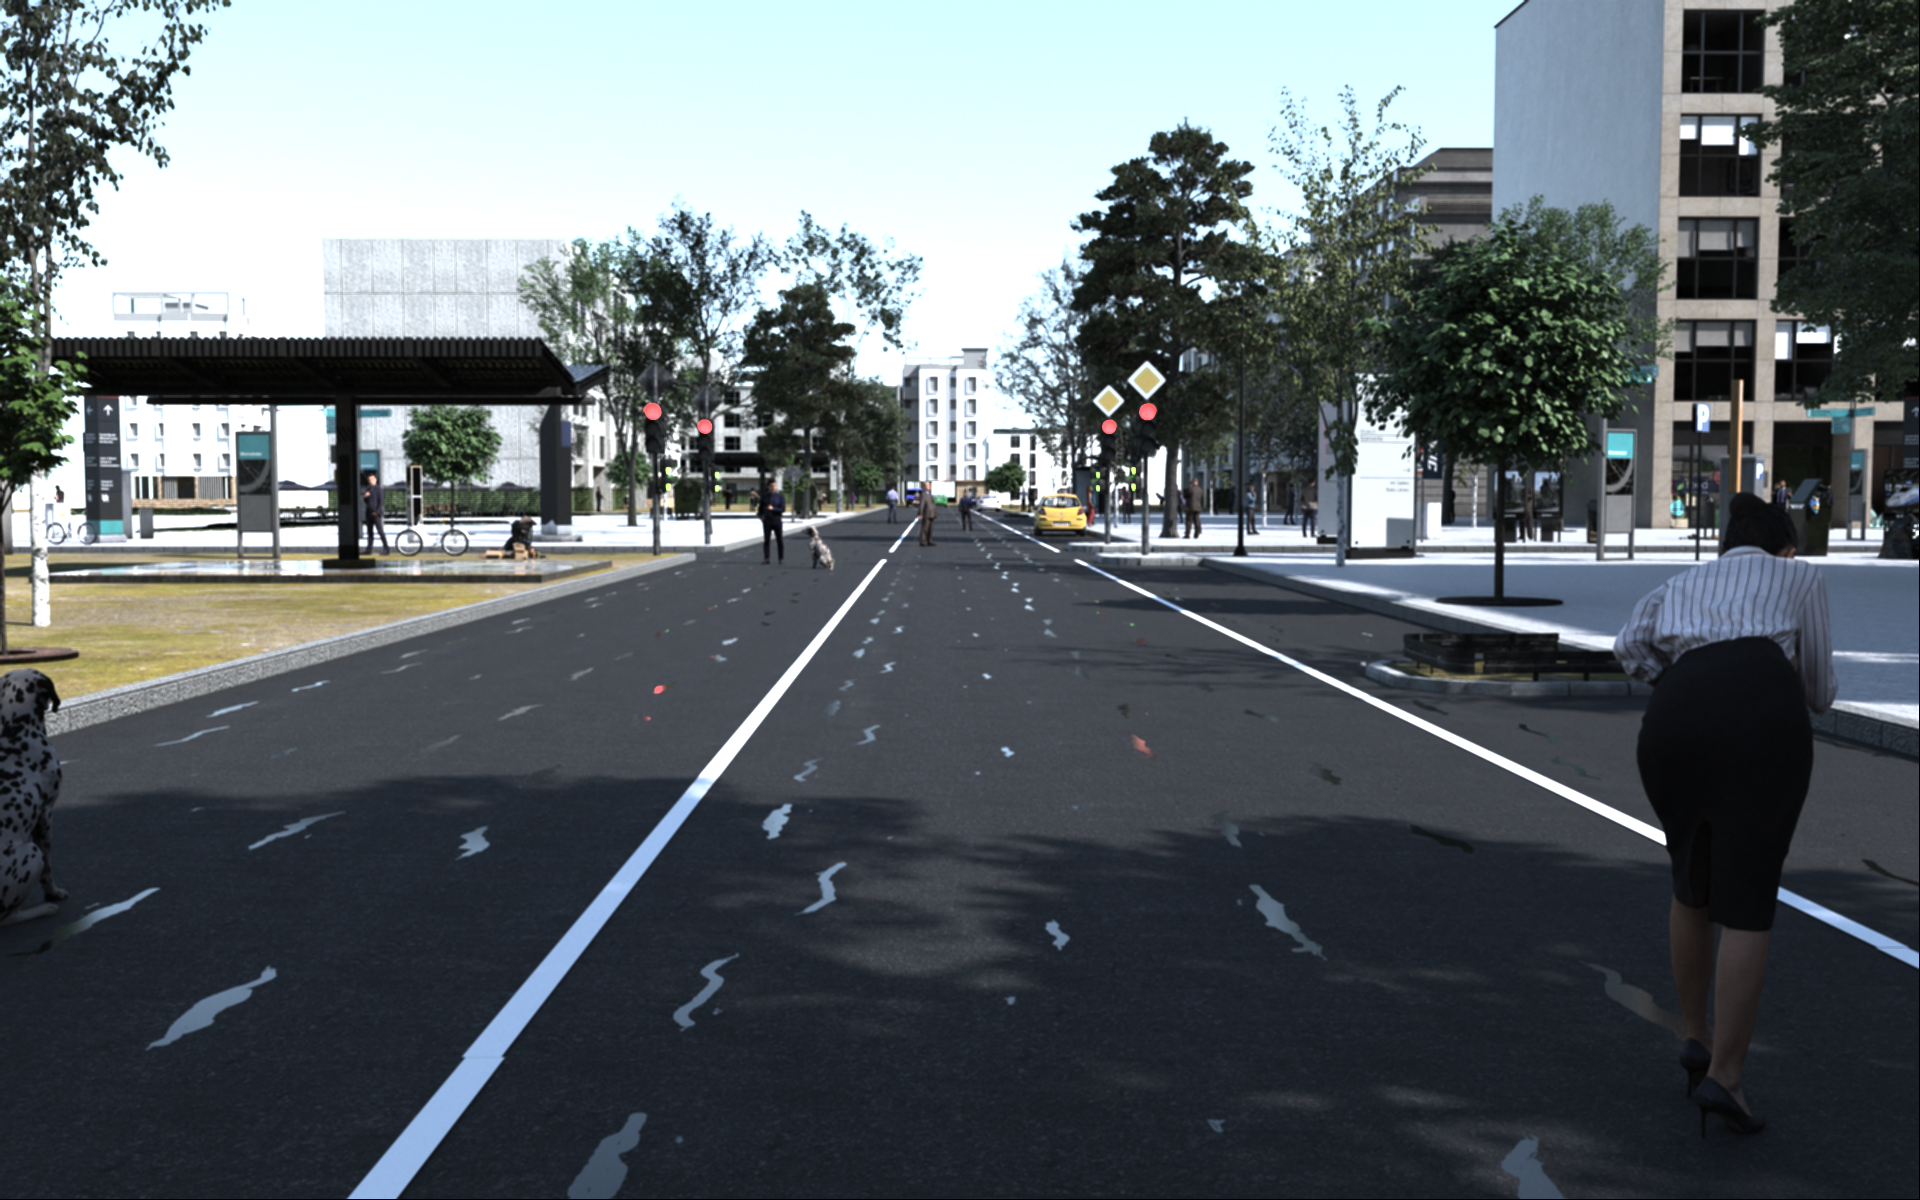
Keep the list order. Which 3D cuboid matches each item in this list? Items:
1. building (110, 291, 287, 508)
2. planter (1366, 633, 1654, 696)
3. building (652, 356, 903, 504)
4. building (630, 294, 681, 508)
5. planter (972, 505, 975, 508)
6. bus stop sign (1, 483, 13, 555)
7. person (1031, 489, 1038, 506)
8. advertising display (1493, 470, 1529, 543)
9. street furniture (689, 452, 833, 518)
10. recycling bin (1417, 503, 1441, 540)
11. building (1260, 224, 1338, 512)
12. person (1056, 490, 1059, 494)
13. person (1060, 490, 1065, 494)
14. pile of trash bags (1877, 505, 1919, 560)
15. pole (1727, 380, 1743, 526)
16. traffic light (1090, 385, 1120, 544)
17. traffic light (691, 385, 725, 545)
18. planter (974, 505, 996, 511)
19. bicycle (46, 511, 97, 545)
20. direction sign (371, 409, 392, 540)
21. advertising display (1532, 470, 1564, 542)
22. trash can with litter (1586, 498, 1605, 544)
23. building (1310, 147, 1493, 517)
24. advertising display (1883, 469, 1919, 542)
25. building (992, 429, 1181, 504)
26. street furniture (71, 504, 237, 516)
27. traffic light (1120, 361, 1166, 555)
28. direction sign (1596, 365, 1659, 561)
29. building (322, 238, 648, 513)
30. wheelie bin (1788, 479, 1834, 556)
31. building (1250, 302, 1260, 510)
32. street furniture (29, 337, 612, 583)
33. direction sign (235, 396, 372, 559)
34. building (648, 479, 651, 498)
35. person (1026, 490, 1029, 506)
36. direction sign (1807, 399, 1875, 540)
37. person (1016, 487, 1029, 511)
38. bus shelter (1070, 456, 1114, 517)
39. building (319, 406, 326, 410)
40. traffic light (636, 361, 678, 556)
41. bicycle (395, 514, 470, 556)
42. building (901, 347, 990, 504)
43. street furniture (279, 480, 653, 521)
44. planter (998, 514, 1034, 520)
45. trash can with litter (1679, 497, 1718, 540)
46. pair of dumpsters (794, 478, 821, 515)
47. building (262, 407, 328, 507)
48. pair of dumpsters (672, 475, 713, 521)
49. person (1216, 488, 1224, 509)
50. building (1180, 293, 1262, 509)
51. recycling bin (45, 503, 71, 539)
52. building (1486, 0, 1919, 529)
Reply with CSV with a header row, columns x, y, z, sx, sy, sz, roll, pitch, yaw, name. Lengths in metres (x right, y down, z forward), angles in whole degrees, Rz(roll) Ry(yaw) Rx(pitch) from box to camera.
x,y,z,sx,sy,sz,roll,pitch,yaw,name
-72.911,-19.053,167.932,11.380,20.091,16.016,0,4,-1,building
4.200,0.480,13.299,1.991,0.319,1.994,0,4,-1,planter
-23.564,-22.262,230.444,31.486,18.905,16.747,0,4,-1,building
-33.458,-19.054,167.949,11.380,20.091,16.016,0,4,-1,building
2.087,-9.308,173.330,1.991,0.319,1.994,0,4,-1,planter
-20.362,-2.904,36.491,0.837,3.901,0.837,0,4,4,bus stop sign
6.434,-8.742,149.703,0.721,1.735,1.217,-2,4,-27,person
14.512,-2.475,45.686,0.123,1.923,0.974,-3,5,-40,advertising display
-10.854,-6.309,95.254,7.346,3.524,5.398,0,4,-1,street furniture
13.178,-2.243,49.222,0.722,1.027,0.722,-3,5,-44,recycling bin
31.352,-16.557,127.133,16.016,20.091,11.380,0,4,-1,building
10.221,-10.529,178.911,0.721,1.743,1.217,2,4,26,person
11.445,-11.364,192.403,0.990,1.755,0.434,0,4,-5,person
20.101,-1.503,34.326,3.447,1.369,1.912,-1,4,-22,pile of trash bags
13.866,-2.272,30.993,0.158,3.312,0.155,0,3,0,pole
3.752,-3.357,44.127,0.839,4.213,0.868,0,4,-1,traffic light
-6.408,-3.348,43.977,0.839,4.213,0.868,0,4,-1,traffic light
2.438,-7.661,146.389,1.991,0.319,1.994,0,4,-1,planter
-22.501,-1.871,43.806,1.543,0.972,0.635,1,4,13,bicycle
-17.238,-3.652,48.478,2.525,3.948,1.411,2,4,27,direction sign
15.861,-2.540,46.739,0.123,1.923,0.974,-2,4,-27,advertising display
16.621,-2.060,45.065,0.624,1.170,1.055,1,4,17,trash can with litter
30.869,-16.263,107.702,13.314,21.916,24.055,0,4,-1,building
24.422,-2.420,44.786,0.974,1.923,0.123,2,4,31,advertising display
18.290,-17.384,226.370,28.070,9.664,9.099,0,4,-1,building
-48.399,-5.405,103.999,10.072,0.657,5.734,0,4,4,street furniture
3.857,-2.868,36.143,0.839,4.213,0.868,0,4,-1,traffic light
12.519,-2.680,32.576,2.525,3.948,1.411,-2,4,-27,direction sign
-35.776,-16.466,135.677,16.747,18.905,31.486,0,4,-1,building
17.638,-1.712,35.907,0.693,1.594,0.980,0,4,-4,wheelie bin
31.739,-17.279,138.938,16.016,20.091,11.380,0,4,-1,building
-9.733,-2.165,27.496,7.346,3.524,5.398,0,4,-1,street furniture
-13.373,-2.807,34.658,2.525,3.948,1.411,1,4,14,direction sign
-55.054,-22.266,230.501,31.486,18.905,16.747,0,4,-1,building
7.499,-11.310,191.491,0.750,1.759,0.617,-1,4,-15,person
24.445,-3.661,48.618,1.411,3.948,2.525,0,4,3,direction sign
4.737,-7.549,129.456,1.348,1.826,0.705,3,5,42,person
7.205,-6.158,94.603,2.014,3.302,5.546,0,4,-1,bus shelter
-77.039,-22.791,229.050,11.380,20.091,16.016,0,4,-1,building
-6.303,-2.859,35.993,0.839,4.213,0.868,0,4,-1,traffic light
-10.884,-1.383,35.826,1.543,0.972,0.635,-1,4,-9,bicycle
-1.980,-22.819,229.505,11.380,20.091,16.016,0,4,-1,building
-29.736,-5.497,94.908,14.083,1.986,27.439,2,4,30,street furniture
3.105,-4.598,96.319,1.991,0.319,1.994,0,4,-1,planter
21.176,-2.326,49.093,1.678,1.210,2.233,0,4,-2,trash can with litter
-9.168,-6.161,103.231,1.574,2.255,4.436,0,4,-1,pair of dumpsters
-53.230,-14.039,171.677,28.070,9.664,9.099,0,4,-1,building
-13.212,-5.068,85.348,1.574,2.255,4.436,0,4,-1,pair of dumpsters
21.452,-8.481,144.721,1.348,1.822,0.705,-1,4,-16,person
31.164,-18.037,161.370,16.747,18.905,31.486,0,4,-1,building
-26.264,-2.297,50.108,0.722,1.027,0.722,2,4,26,recycling bin
42.284,-16.400,72.655,34.151,26.468,19.350,0,4,-1,building
